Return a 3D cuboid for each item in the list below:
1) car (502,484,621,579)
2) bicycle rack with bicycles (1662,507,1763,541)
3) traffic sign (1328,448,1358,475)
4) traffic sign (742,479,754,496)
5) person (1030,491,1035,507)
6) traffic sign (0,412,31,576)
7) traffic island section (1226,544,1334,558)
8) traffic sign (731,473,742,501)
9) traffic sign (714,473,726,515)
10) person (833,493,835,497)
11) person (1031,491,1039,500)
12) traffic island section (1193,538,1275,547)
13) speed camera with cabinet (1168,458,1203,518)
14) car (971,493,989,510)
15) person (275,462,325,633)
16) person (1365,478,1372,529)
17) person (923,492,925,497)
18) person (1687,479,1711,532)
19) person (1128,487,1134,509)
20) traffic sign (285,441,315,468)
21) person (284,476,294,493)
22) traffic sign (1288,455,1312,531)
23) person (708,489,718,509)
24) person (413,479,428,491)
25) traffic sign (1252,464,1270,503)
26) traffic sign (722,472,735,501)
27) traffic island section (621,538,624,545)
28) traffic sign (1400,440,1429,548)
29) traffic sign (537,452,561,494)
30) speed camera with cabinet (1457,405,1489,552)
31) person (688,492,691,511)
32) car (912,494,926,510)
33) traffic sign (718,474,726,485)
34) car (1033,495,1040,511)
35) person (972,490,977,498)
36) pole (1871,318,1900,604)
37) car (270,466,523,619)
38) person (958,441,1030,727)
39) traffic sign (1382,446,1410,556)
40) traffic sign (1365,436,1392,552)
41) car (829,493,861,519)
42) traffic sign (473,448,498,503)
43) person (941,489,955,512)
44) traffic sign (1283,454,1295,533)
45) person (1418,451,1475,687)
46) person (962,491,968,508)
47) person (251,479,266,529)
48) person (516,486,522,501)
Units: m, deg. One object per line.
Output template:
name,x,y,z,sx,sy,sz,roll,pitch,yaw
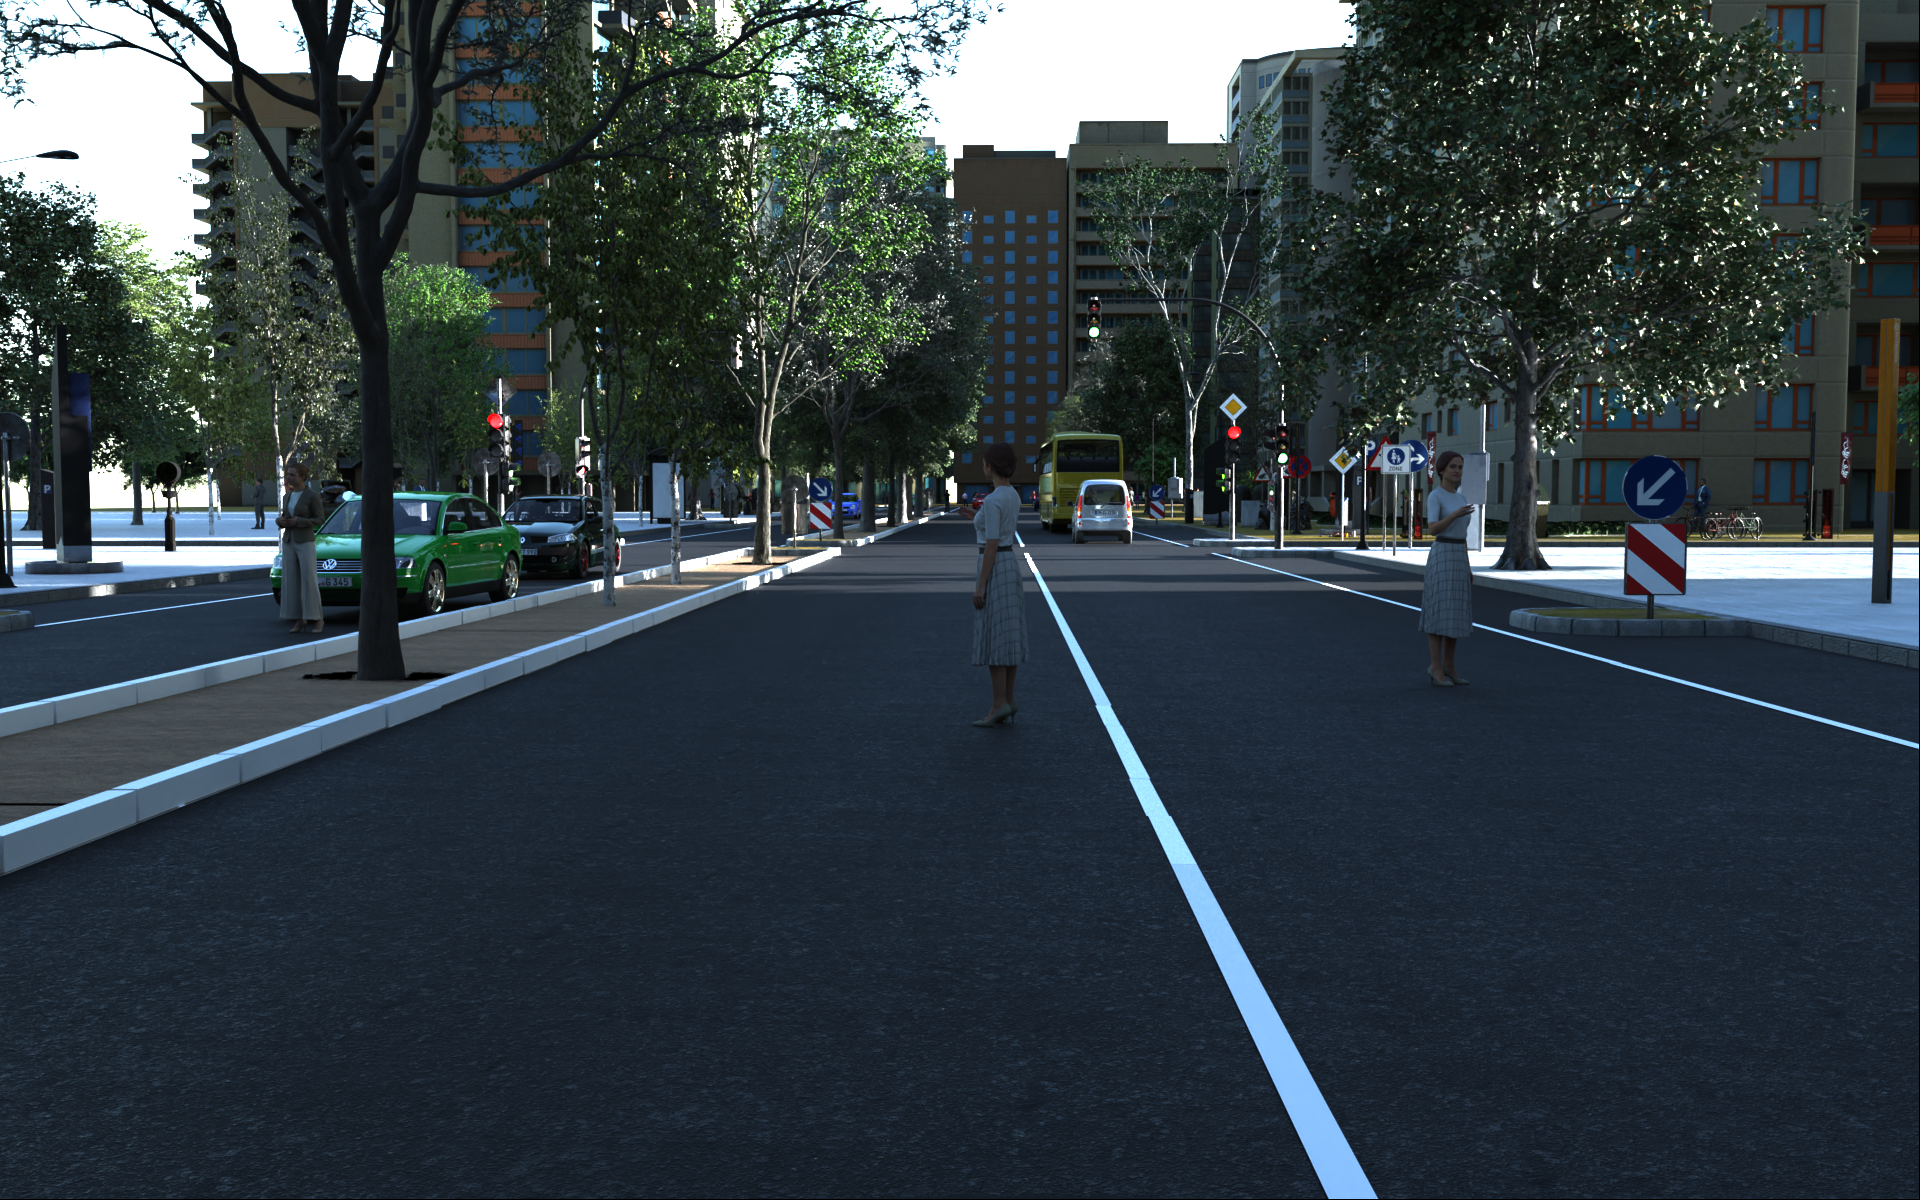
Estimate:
car,-7.170,-1.267,30.508,2.009,1.686,4.222,0,4,1
bicycle rack with bicycles,21.476,-2.184,49.088,2.925,0.926,2.852,-1,4,-15
traffic sign,10.497,-2.915,47.400,0.795,2.593,0.064,1,4,10
traffic sign,-13.031,-6.489,106.099,0.884,2.594,0.081,0,4,4
person,8.443,-11.479,196.896,1.217,1.743,0.721,3,5,44
traffic sign,-14.835,-1.644,26.978,0.768,2.556,0.104,0,4,5
traffic island section,7.438,-1.105,40.350,2.009,0.180,2.903,0,4,1
traffic sign,-13.001,-6.110,99.909,0.884,2.594,0.081,1,4,9
traffic sign,-14.980,-6.633,108.451,0.884,2.594,0.081,0,4,3
person,-14.254,-11.478,196.939,0.421,1.427,0.697,2,4,30
person,7.711,-10.110,174.526,1.217,1.743,0.721,0,4,-1
traffic island section,7.606,-1.593,48.334,2.009,0.180,2.903,0,4,1
speed camera with cabinet,12.413,-6.125,94.487,2.038,3.252,0.660,2,4,24
car,1.960,-8.311,144.917,2.155,1.783,4.494,0,4,2
person,-6.846,-0.541,17.894,0.519,1.759,0.362,1,4,18
person,13.663,-3.203,58.418,0.555,1.821,0.388,-2,4,-32
person,-4.102,-11.515,196.776,1.348,1.824,0.705,-2,4,-31
person,24.826,-3.170,58.054,0.419,1.800,0.721,-2,4,-31
person,12.064,-7.173,123.596,0.520,1.790,0.573,-2,4,-33
traffic sign,-15.451,-2.473,40.546,0.768,2.556,0.104,1,4,10
person,-19.983,-2.793,51.677,0.580,1.828,0.573,0,4,2
traffic sign,11.033,-3.439,56.327,0.768,2.556,0.104,1,4,11
person,-20.628,-8.439,144.742,1.217,1.743,0.721,3,4,38
person,-18.035,-3.165,57.966,0.419,1.800,0.721,2,4,25
traffic sign,13.087,-4.582,74.925,0.884,2.594,0.081,0,4,3
traffic sign,-12.727,-5.825,95.346,0.768,2.556,0.104,0,4,2
traffic island section,-10.632,-1.617,48.719,2.009,0.180,2.903,0,4,1
traffic sign,10.621,-2.488,40.791,0.768,2.556,0.104,1,4,10
traffic sign,-12.350,-3.176,52.035,0.768,2.556,0.104,1,4,10
speed camera with cabinet,11.565,-2.740,39.142,0.660,3.252,2.038,1,4,14
person,-20.126,-7.576,130.460,0.990,1.755,0.434,3,4,37
car,-4.026,-9.011,156.128,1.959,1.807,4.718,0,4,2
traffic sign,-13.862,-6.251,101.944,0.795,2.593,0.064,1,4,9
car,7.068,-8.122,145.366,1.945,1.354,3.894,0,4,2
person,1.613,-10.279,176.706,0.705,1.807,1.348,3,5,40
pole,10.838,-1.616,20.272,0.158,3.312,0.155,0,3,0
car,-6.775,-0.758,21.196,1.959,1.807,4.718,0,4,3
person,0.165,-0.104,10.769,0.524,1.755,0.480,1,4,22
traffic sign,9.021,-2.066,35.915,0.606,2.300,0.079,0,4,4
traffic sign,9.464,-2.360,38.591,0.884,2.594,0.081,0,4,7
car,-6.744,-5.670,102.288,1.945,1.707,3.694,0,4,2
traffic sign,-13.113,-2.925,47.924,0.768,2.556,0.104,0,4,5
person,-0.963,-7.756,135.320,1.348,1.822,0.705,3,4,36
traffic sign,10.806,-3.470,56.735,0.884,2.594,0.081,0,4,5
person,3.708,-0.236,12.931,0.480,1.755,0.524,-3,5,-40
person,0.519,-9.369,162.615,0.436,1.711,0.756,-2,4,-35
person,-25.785,-3.531,63.573,0.447,1.846,0.655,1,4,13
person,-28.966,-6.547,113.445,0.532,1.782,0.716,-2,4,-35
